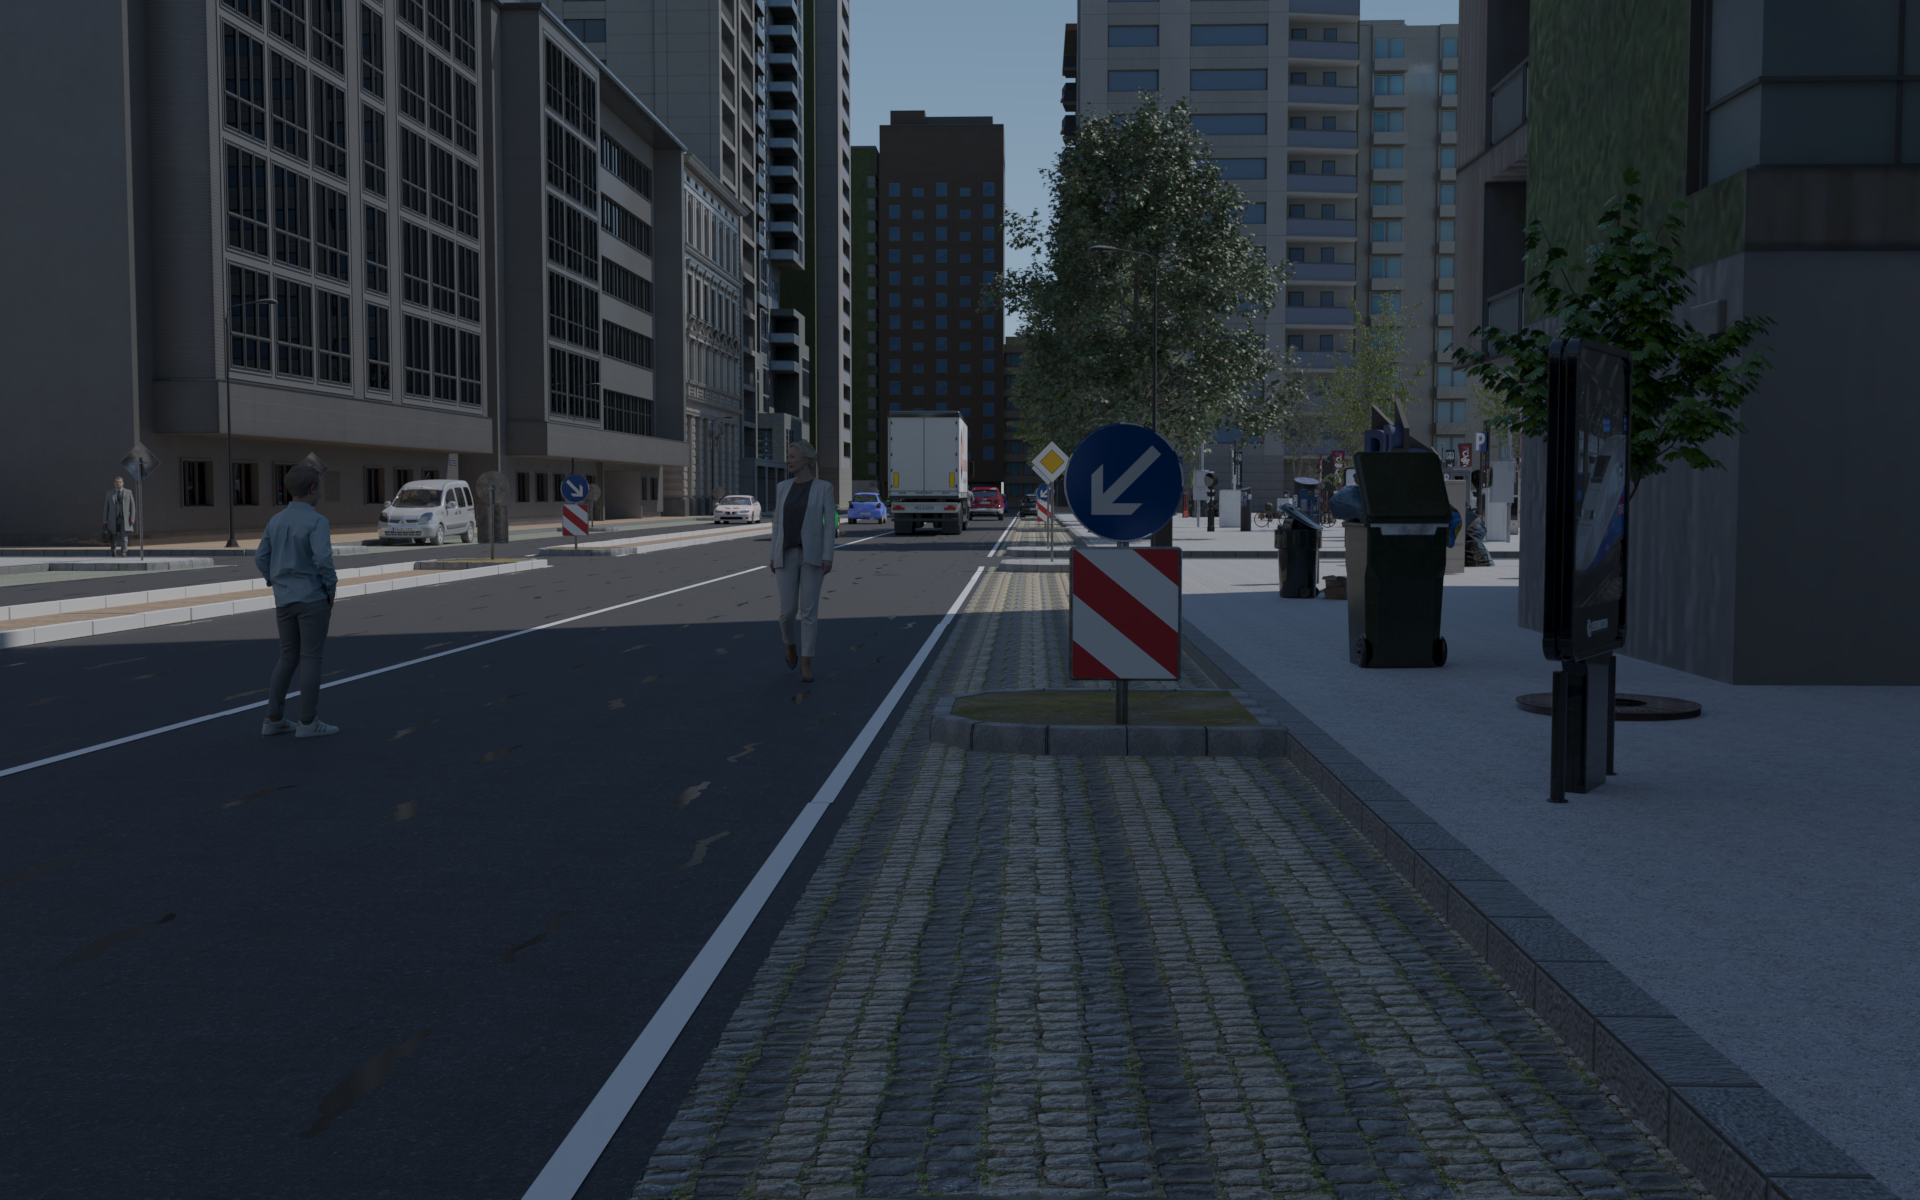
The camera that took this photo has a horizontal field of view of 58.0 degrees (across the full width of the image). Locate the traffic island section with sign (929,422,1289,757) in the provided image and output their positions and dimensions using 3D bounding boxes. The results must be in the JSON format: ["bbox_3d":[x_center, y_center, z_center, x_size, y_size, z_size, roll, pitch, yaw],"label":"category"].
[{"bbox_3d":[0.832,-0.106,10.354,1.989,1.847,2.006,0,4,2],"label":"traffic island section with sign"}]

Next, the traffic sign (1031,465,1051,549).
[{"bbox_3d":[2.064,-2.262,40.624,0.795,2.450,0.064,0,4,2],"label":"traffic sign"}]

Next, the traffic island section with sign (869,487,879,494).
[{"bbox_3d":[-5.798,-6.590,115.889,2.006,1.907,1.989,0,4,2],"label":"traffic island section with sign"}]

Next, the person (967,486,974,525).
[{"bbox_3d":[0.332,-4.330,79.142,0.661,1.843,0.795,-1,4,-17],"label":"person"}]

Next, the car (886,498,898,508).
[{"bbox_3d":[-6.915,-10.772,185.902,2.009,1.686,4.222,0,4,4],"label":"car"}]

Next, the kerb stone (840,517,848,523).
[{"bbox_3d":[-5.895,-4.042,88.288,0.120,0.150,1.000,0,4,2],"label":"kerb stone"}]

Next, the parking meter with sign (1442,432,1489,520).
[{"bbox_3d":[13.798,-3.177,48.206,1.738,3.016,0.543,-1,4,-19],"label":"parking meter with sign"}]

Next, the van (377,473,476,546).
[{"bbox_3d":[-15.067,-2.567,48.988,2.013,2.044,4.112,0,4,2],"label":"van"}]

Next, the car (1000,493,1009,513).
[{"bbox_3d":[2.801,-7.581,133.535,1.945,1.707,3.694,0,4,4],"label":"car"}]

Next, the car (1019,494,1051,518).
[{"bbox_3d":[4.453,-5.687,102.765,2.009,1.686,4.222,0,4,4],"label":"car"}]

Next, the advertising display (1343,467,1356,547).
[{"bbox_3d":[9.797,-2.254,42.074,0.974,1.923,0.123,0,4,-2],"label":"advertising display"}]

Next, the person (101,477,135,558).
[{"bbox_3d":[-18.610,-1.815,38.275,0.694,1.812,0.767,-2,4,-24],"label":"person"}]

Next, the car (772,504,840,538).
[{"bbox_3d":[-4.869,-2.831,55.075,1.959,1.807,4.718,0,4,2],"label":"car"}]

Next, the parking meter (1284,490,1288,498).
[{"bbox_3d":[20.399,-6.103,108.202,0.372,1.533,0.369,0,3,0],"label":"parking meter"}]

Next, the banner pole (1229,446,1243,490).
[{"bbox_3d":[14.163,-6.076,89.353,0.863,3.779,0.401,0,4,6],"label":"banner pole"}]

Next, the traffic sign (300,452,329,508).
[{"bbox_3d":[-15.465,-2.307,41.368,0.795,2.450,0.064,0,4,2],"label":"traffic sign"}]

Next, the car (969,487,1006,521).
[{"bbox_3d":[1.380,-5.287,95.122,2.281,1.827,5.304,0,4,1],"label":"car"}]

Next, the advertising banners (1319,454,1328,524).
[{"bbox_3d":[15.670,-4.790,74.501,0.090,3.025,2.074,0,3,0],"label":"advertising banners"}]

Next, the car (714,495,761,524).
[{"bbox_3d":[-10.750,-4.376,83.909,2.083,1.381,4.827,0,4,1],"label":"car"}]

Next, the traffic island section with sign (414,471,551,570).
[{"bbox_3d":[-9.214,-1.546,33.413,2.006,1.907,1.989,0,4,2],"label":"traffic island section with sign"}]

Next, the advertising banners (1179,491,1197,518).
[{"bbox_3d":[12.169,-5.938,93.271,2.074,3.025,0.090,-3,5,-42],"label":"advertising banners"}]

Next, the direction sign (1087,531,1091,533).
[{"bbox_3d":[4.429,-4.017,57.673,0.379,3.537,0.876,-1,4,-20],"label":"direction sign"}]

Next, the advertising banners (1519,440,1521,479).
[{"bbox_3d":[10.690,-2.139,31.153,2.074,3.025,0.090,-2,4,-30],"label":"advertising banners"}]

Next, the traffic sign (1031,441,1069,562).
[{"bbox_3d":[1.733,-1.774,32.646,0.795,2.450,0.064,0,4,2],"label":"traffic sign"}]

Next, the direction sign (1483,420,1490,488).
[{"bbox_3d":[16.142,-3.742,53.171,0.379,3.537,0.876,0,4,6],"label":"direction sign"}]

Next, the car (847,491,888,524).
[{"bbox_3d":[-4.475,-4.537,83.779,1.945,1.707,3.694,0,4,1],"label":"car"}]

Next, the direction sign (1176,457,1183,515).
[{"bbox_3d":[13.025,-6.902,104.843,0.876,3.537,0.379,1,4,13],"label":"direction sign"}]

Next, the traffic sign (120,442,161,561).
[{"bbox_3d":[-15.795,-1.819,33.389,0.795,2.450,0.064,0,4,2],"label":"traffic sign"}]

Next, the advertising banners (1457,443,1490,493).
[{"bbox_3d":[17.945,-3.846,59.071,2.074,3.025,0.090,3,4,38],"label":"advertising banners"}]

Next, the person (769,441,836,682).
[{"bbox_3d":[-1.231,-0.314,13.517,0.514,1.842,0.818,0,4,-5],"label":"person"}]

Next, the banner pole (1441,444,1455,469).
[{"bbox_3d":[24.077,-5.852,85.701,0.863,3.779,0.401,2,4,34],"label":"banner pole"}]

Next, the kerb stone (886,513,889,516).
[{"bbox_3d":[-4.791,-5.668,114.917,0.120,0.150,1.000,0,4,2],"label":"kerb stone"}]

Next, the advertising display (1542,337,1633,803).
[{"bbox_3d":[2.729,-0.141,7.523,0.123,1.923,0.974,2,4,34],"label":"advertising display"}]

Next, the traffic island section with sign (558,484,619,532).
[{"bbox_3d":[-14.132,-3.518,66.150,1.989,1.847,2.006,0,4,2],"label":"traffic island section with sign"}]

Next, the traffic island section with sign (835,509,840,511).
[{"bbox_3d":[-10.955,-8.227,143.133,1.989,1.847,2.006,0,4,2],"label":"traffic island section with sign"}]

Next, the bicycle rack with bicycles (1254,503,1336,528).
[{"bbox_3d":[13.138,-3.256,66.624,2.925,0.926,2.852,3,4,37],"label":"bicycle rack with bicycles"}]

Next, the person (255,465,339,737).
[{"bbox_3d":[-3.888,0.003,10.259,0.589,1.601,0.330,2,4,33],"label":"person"}]

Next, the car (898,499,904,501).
[{"bbox_3d":[-3.262,-6.755,119.477,2.155,1.783,4.494,0,4,1],"label":"car"}]

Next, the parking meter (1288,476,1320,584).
[{"bbox_3d":[4.965,-1.003,24.814,0.372,1.533,0.369,0,3,0],"label":"parking meter"}]

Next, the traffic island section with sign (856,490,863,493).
[{"bbox_3d":[-9.828,-9.874,170.064,1.989,1.847,2.006,0,4,2],"label":"traffic island section with sign"}]

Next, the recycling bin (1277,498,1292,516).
[{"bbox_3d":[19.261,-5.514,102.706,0.722,1.027,0.722,2,4,28],"label":"recycling bin"}]

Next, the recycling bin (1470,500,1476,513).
[{"bbox_3d":[21.776,-3.739,73.684,0.722,1.027,0.722,0,4,7],"label":"recycling bin"}]

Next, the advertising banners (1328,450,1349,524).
[{"bbox_3d":[15.909,-4.474,69.332,2.074,3.025,0.090,1,4,17],"label":"advertising banners"}]

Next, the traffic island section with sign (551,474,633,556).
[{"bbox_3d":[-8.898,-1.999,40.814,2.006,1.907,1.989,0,4,2],"label":"traffic island section with sign"}]

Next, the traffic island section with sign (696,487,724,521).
[{"bbox_3d":[-13.014,-5.165,93.082,1.989,1.847,2.006,0,4,2],"label":"traffic island section with sign"}]

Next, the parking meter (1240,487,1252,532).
[{"bbox_3d":[9.810,-3.120,59.422,0.372,1.533,0.369,0,3,0],"label":"parking meter"}]

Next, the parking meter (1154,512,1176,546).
[{"bbox_3d":[2.917,-1.171,24.853,0.255,1.863,0.399,0,4,4],"label":"parking meter"}]
